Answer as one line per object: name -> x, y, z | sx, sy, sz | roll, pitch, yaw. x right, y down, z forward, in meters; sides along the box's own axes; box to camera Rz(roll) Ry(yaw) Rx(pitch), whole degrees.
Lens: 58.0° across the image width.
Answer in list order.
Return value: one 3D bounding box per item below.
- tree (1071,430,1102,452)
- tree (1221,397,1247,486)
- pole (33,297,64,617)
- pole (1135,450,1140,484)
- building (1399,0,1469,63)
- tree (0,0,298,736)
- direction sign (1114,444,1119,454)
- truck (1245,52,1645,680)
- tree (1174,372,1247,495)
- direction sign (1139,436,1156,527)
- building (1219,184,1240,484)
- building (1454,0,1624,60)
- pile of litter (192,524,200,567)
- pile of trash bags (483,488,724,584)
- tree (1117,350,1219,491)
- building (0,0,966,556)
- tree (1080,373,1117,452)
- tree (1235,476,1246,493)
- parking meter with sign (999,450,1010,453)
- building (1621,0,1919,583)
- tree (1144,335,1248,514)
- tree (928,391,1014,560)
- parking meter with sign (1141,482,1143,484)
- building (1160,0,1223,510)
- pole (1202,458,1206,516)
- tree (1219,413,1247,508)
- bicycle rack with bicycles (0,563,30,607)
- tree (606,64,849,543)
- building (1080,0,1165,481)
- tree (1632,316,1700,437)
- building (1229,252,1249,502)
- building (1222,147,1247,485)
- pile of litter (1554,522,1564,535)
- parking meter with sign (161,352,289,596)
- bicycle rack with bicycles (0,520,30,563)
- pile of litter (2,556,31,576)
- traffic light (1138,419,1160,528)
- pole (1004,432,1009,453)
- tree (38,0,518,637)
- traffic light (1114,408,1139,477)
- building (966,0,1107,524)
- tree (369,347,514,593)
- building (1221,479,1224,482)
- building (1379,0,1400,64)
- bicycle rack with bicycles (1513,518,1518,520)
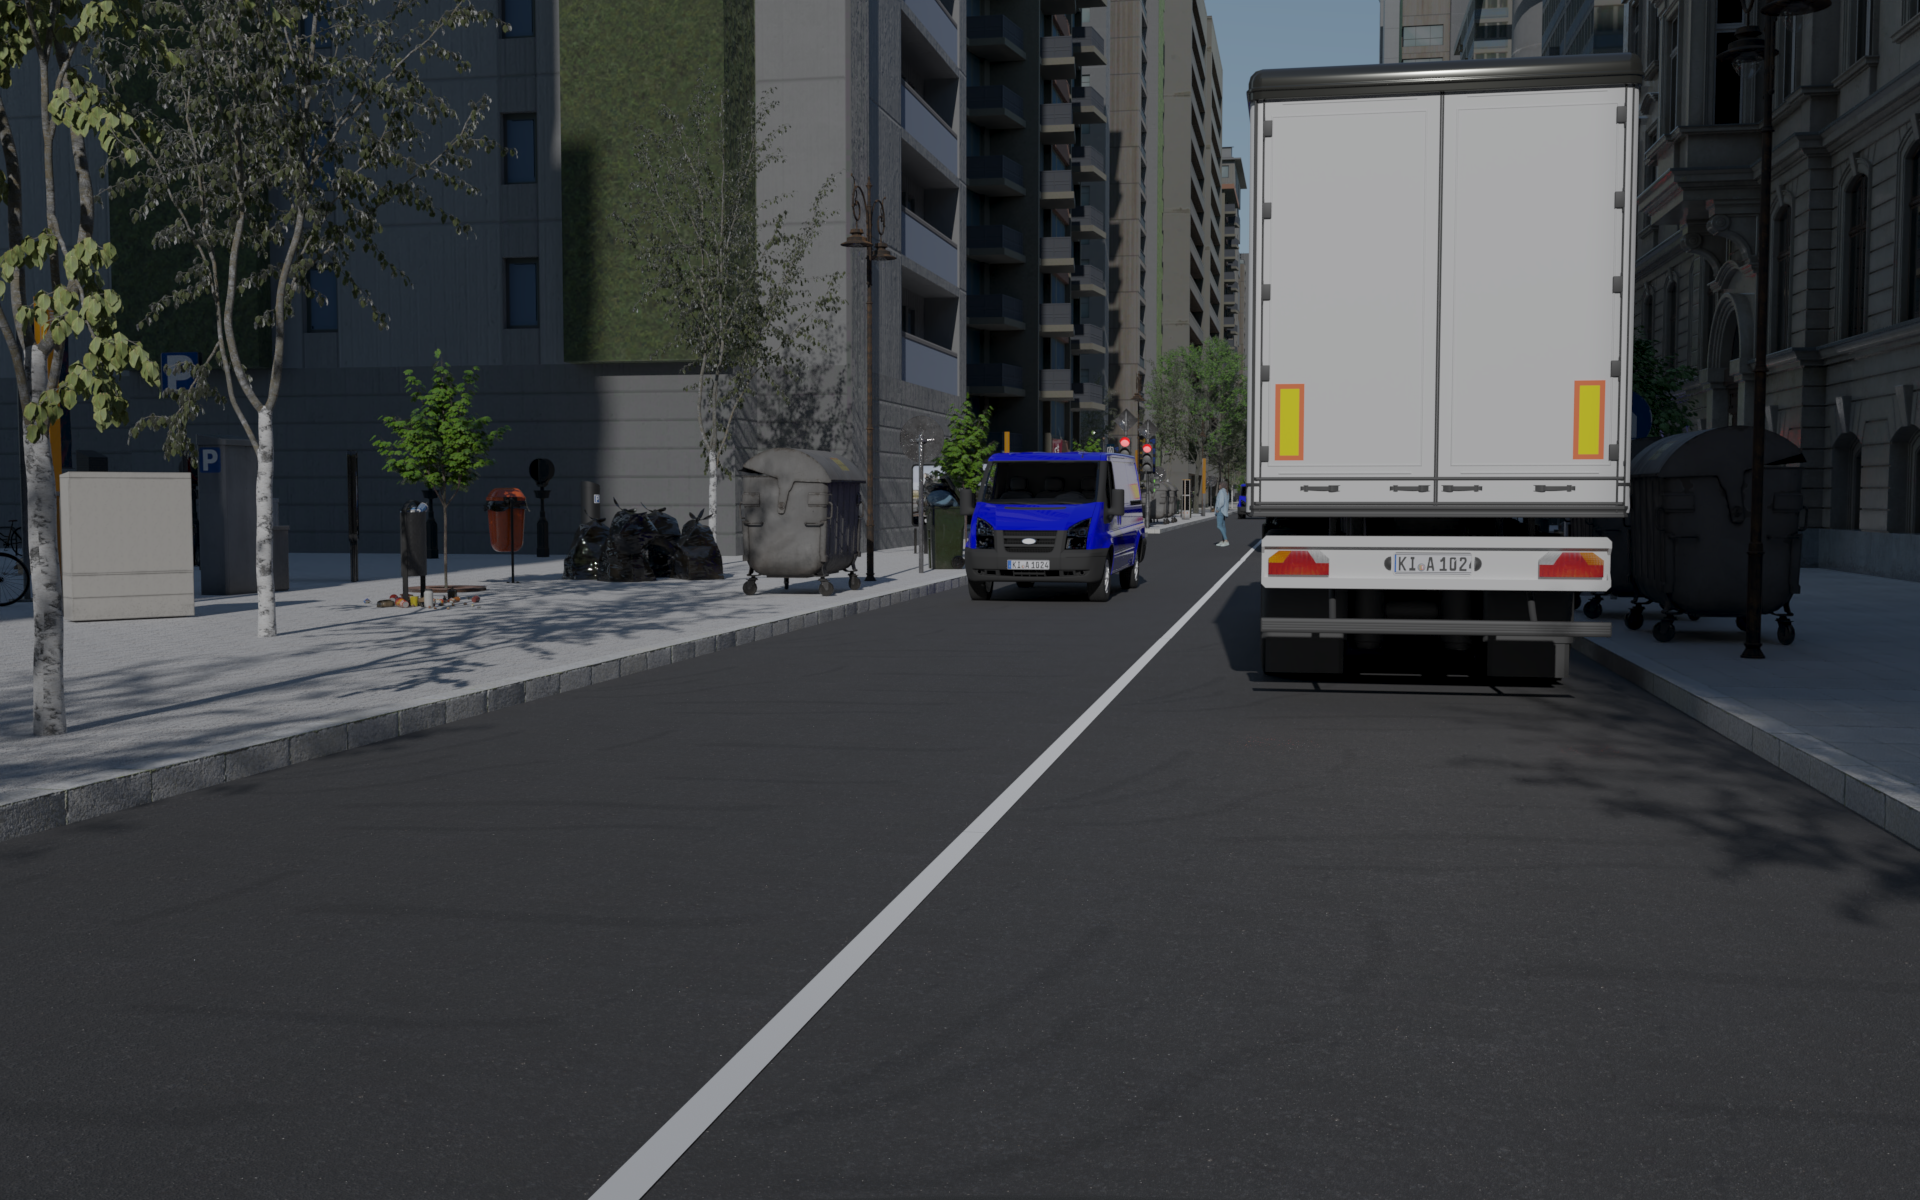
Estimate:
tree -> 4.042, -3.523, 52.200 | 1.663, 3.219, 1.824 | 0, 3, 0
tree -> 36.212, -18.762, 213.410 | 9.857, 13.997, 8.962 | 0, 3, 0
pole -> -9.460, -1.478, 18.005 | 0.158, 3.312, 0.155 | 0, 3, 0
pole -> 8.222, -5.286, 80.275 | 0.158, 3.312, 0.155 | 0, 3, 0
building -> 42.801, -28.021, 141.737 | 14.154, 41.232, 14.086 | 1, 4, 11
tree -> -4.983, -3.574, 8.797 | 4.737, 8.622, 4.395 | 0, 3, 0
direction sign -> 6.949, -5.315, 78.905 | 0.379, 3.537, 0.876 | 3, 5, 42
truck -> 4.172, -1.702, 16.749 | 2.839, 4.237, 11.283 | 1, 4, 11
tree -> 18.982, -11.651, 124.899 | 7.601, 10.594, 8.767 | 0, 4, -2
direction sign -> 7.269, -4.604, 67.270 | 0.876, 3.537, 0.379 | -3, 4, -39
building -> 27.101, -35.802, 239.993 | 22.147, 44.769, 28.867 | 1, 4, 11
building -> 47.864, -26.221, 120.586 | 32.217, 40.220, 23.993 | 1, 4, 11
pile of litter -> -13.838, -1.034, 30.877 | 1.719, 0.858, 1.176 | 0, 4, -1
pile of trash bags -> -5.358, -0.982, 25.815 | 3.447, 1.369, 1.912 | -2, 4, -32
tree -> 10.786, -8.522, 89.696 | 4.360, 8.622, 3.978 | 0, 3, 0
building -> -14.435, -30.834, 46.143 | 28.212, 58.520, 21.231 | 1, 4, 11
tree -> 7.620, -9.374, 103.631 | 4.360, 8.622, 3.978 | 0, 3, 0
tree -> 30.365, -11.731, 186.409 | 1.663, 3.219, 1.824 | 0, 3, 0
parking meter with sign -> 1.193, -4.466, 69.272 | 0.543, 3.016, 1.738 | -3, 5, -45
building -> 20.834, -13.068, 32.745 | 14.460, 24.649, 34.723 | 1, 4, 11
tree -> 15.523, -11.414, 112.369 | 9.928, 11.665, 9.643 | 0, 3, 0
tree -> 0.240, -2.319, 32.520 | 1.663, 3.219, 1.824 | 0, 3, 0
parking meter with sign -> 11.143, -6.828, 107.906 | 1.738, 3.016, 0.543 | 2, 4, 23
building -> 14.674, -33.545, 172.157 | 21.300, 48.544, 21.600 | 1, 4, 11
pole -> 13.966, -6.446, 99.240 | 0.158, 3.312, 0.155 | 0, 3, 0
tree -> 20.173, -11.212, 133.683 | 4.360, 8.622, 3.978 | 0, 3, 0
bicycle rack with bicycles -> -11.687, -0.303, 18.337 | 2.925, 0.926, 2.852 | -1, 4, -19
tree -> -4.207, -4.924, 30.872 | 4.360, 8.622, 3.978 | 0, 3, 0
building -> 7.311, -27.131, 127.192 | 14.154, 41.232, 14.086 | 1, 4, 11
tree -> 10.515, -2.773, 29.050 | 4.285, 4.588, 4.351 | 0, 3, 0
building -> 40.867, -36.918, 287.200 | 14.154, 41.232, 14.086 | 1, 4, 11
building -> 29.255, -41.515, 268.006 | 28.713, 52.752, 27.495 | 1, 4, 11
pile of litter -> 19.201, -2.431, 53.707 | 1.719, 0.858, 1.176 | 2, 4, 34
parking meter with sign -> -9.335, -1.584, 22.166 | 0.543, 3.016, 1.738 | 1, 4, 16
bicycle rack with bicycles -> -18.747, -1.324, 35.029 | 2.852, 0.926, 2.925 | 1, 4, 13
pile of litter -> -14.755, -0.864, 28.093 | 1.176, 0.858, 1.719 | 2, 4, 30
traffic light -> 7.029, -4.634, 64.693 | 0.839, 4.253, 0.868 | 1, 4, 11
pole -> 1.538, -3.857, 56.898 | 0.158, 3.312, 0.155 | 0, 3, 0
tree -> -6.216, -3.989, 15.590 | 4.360, 8.622, 3.978 | 0, 3, 0
traffic light -> 5.458, -4.156, 56.864 | 0.839, 4.253, 0.868 | 1, 4, 11
building -> -4.586, -26.374, 85.840 | 22.147, 44.769, 28.867 | 1, 4, 11
tree -> -6.877, -1.736, 22.984 | 1.663, 3.219, 1.824 | 0, 3, 0
building -> 13.624, -30.849, 196.268 | 32.217, 40.220, 23.993 | 1, 4, 11
building -> 56.650, -39.678, 190.740 | 21.231, 58.520, 28.212 | 1, 4, 11
bicycle rack with bicycles -> 29.938, -5.179, 98.060 | 2.852, 0.926, 2.925 | 1, 4, 15
